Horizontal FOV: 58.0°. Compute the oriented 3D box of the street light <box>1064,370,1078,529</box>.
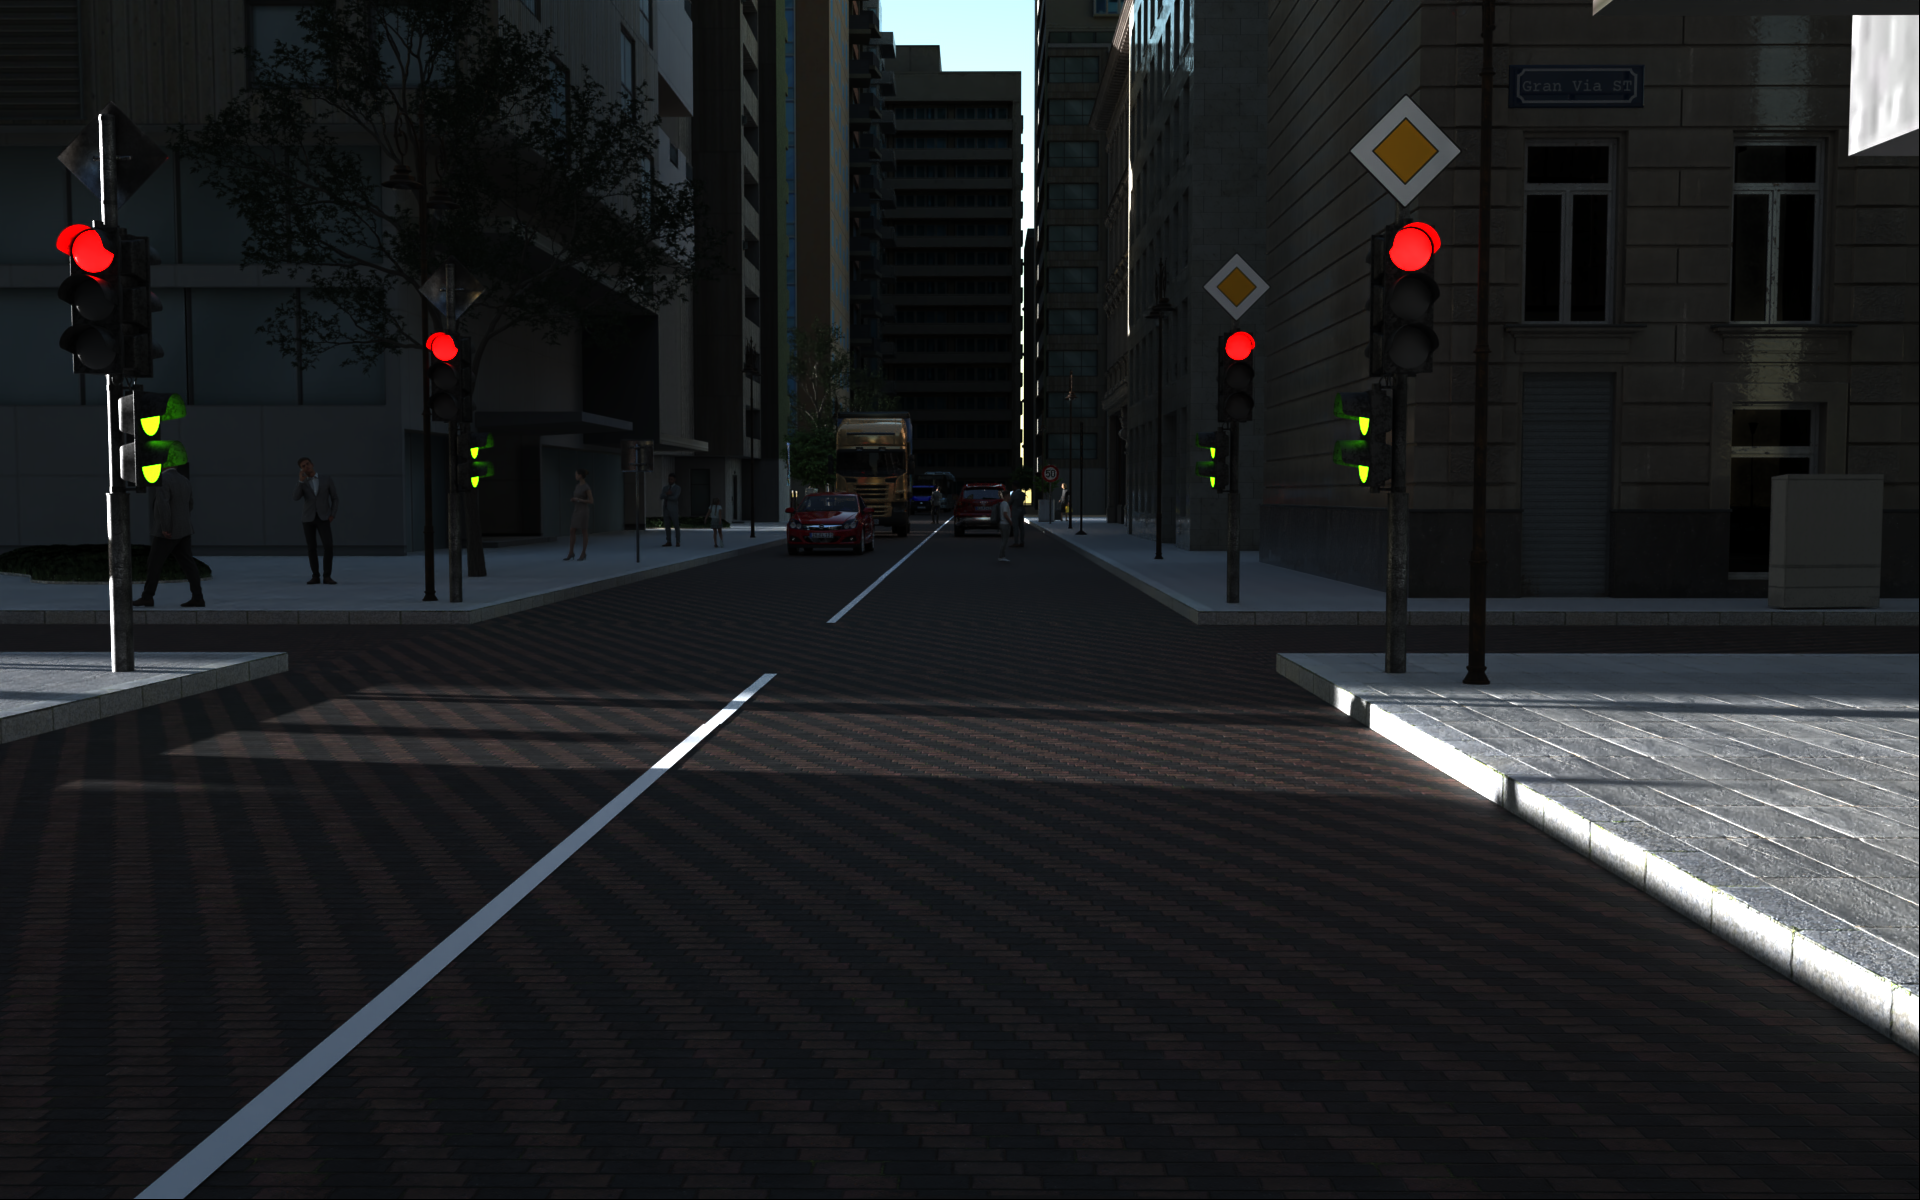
[{"bbox_3d":[4.108,-5.599,64.324,0.468,5.910,1.993,0,4,1],"label":"street light"}]

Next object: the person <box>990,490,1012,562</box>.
[{"bbox_3d":[0.936,-1.571,36.783,0.503,1.515,0.523,3,5,44],"label":"person"}]

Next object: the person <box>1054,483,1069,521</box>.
[{"bbox_3d":[4.894,-4.639,82.107,0.699,1.804,1.509,0,4,-6],"label":"person"}]

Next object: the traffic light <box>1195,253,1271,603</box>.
[{"bbox_3d":[3.203,-1.921,20.329,0.839,4.253,0.868,0,4,1],"label":"traffic light"}]

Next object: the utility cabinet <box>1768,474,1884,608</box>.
[{"bbox_3d":[9.680,-0.655,19.385,1.173,1.500,0.318,-1,4,-9],"label":"utility cabinet"}]

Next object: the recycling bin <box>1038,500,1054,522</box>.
[{"bbox_3d":[3.979,-4.126,80.011,0.722,1.027,0.722,0,4,1],"label":"recycling bin"}]

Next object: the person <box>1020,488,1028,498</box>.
[{"bbox_3d":[5.613,-9.395,159.644,1.348,1.826,0.705,1,4,12],"label":"person"}]

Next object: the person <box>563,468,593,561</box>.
[{"bbox_3d":[-7.362,-1.653,33.403,0.599,1.781,0.374,3,5,41],"label":"person"}]

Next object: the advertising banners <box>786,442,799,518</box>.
[{"bbox_3d":[-5.784,-3.887,59.734,0.090,3.025,2.074,0,4,5],"label":"advertising banners"}]

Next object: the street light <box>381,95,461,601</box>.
[{"bbox_3d":[-6.375,-2.928,20.663,0.468,5.910,1.993,0,4,1],"label":"street light"}]

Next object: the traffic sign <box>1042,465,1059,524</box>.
[{"bbox_3d":[3.923,-4.587,75.103,0.768,2.556,0.104,0,4,5],"label":"traffic sign"}]

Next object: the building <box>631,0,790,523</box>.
[{"bbox_3d":[-15.274,-18.605,75.888,14.160,30.474,14.107,0,4,1],"label":"building"}]

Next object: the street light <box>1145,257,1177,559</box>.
[{"bbox_3d":[3.925,-3.745,34.016,0.468,5.910,1.993,0,4,1],"label":"street light"}]

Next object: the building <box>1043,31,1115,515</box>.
[{"bbox_3d":[12.395,-20.823,112.156,14.160,30.474,14.107,0,4,1],"label":"building"}]

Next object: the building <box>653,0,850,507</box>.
[{"bbox_3d":[-14.012,-27.676,102.607,14.600,45.320,14.200,0,4,1],"label":"building"}]

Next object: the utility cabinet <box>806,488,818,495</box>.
[{"bbox_3d":[-5.411,-3.347,63.406,0.318,1.500,1.173,0,4,2],"label":"utility cabinet"}]

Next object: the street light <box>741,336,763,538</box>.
[{"bbox_3d":[-6.121,-4.782,50.971,0.468,5.910,1.993,0,4,1],"label":"street light"}]

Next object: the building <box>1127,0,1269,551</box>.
[{"bbox_3d":[10.469,-11.745,46.779,10.420,20.320,16.860,0,4,1],"label":"building"}]

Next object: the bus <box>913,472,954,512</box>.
[{"bbox_3d":[-2.053,-8.814,138.968,2.948,3.499,13.247,0,4,2],"label":"bus"}]

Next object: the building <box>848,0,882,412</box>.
[{"bbox_3d":[-17.099,-28.753,124.728,22.147,44.769,28.867,0,4,1],"label":"building"}]

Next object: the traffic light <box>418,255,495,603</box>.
[{"bbox_3d":[-5.957,-1.926,20.415,0.839,4.253,0.868,0,4,1],"label":"traffic light"}]

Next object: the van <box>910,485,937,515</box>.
[{"bbox_3d":[-2.557,-7.075,120.057,2.240,2.365,5.245,0,4,1],"label":"van"}]

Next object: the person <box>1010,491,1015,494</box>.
[{"bbox_3d":[2.688,-4.815,87.484,0.793,1.790,0.793,-1,4,-10],"label":"person"}]

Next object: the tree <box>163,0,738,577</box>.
[{"bbox_3d":[-7.653,-5.661,26.965,8.767,10.594,7.601,-2,4,-27],"label":"tree"}]

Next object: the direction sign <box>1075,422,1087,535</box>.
[{"bbox_3d":[3.831,-3.830,54.620,0.379,3.537,0.876,0,4,8],"label":"direction sign"}]

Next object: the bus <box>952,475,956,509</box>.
[{"bbox_3d":[-1.932,-10.089,159.819,2.948,3.499,13.247,0,4,3],"label":"bus"}]

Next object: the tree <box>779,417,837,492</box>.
[{"bbox_3d":[-6.088,-5.536,74.235,4.285,4.588,4.351,0,3,0],"label":"tree"}]

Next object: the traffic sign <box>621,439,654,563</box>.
[{"bbox_3d":[-6.026,-1.849,32.360,0.606,2.300,0.079,0,4,1],"label":"traffic sign"}]

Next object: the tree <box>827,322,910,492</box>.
[{"bbox_3d":[-6.728,-9.476,89.347,8.767,10.594,7.601,-1,4,-19],"label":"tree"}]

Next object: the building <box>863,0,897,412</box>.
[{"bbox_3d":[-21.260,-32.925,157.939,30.456,49.044,23.786,0,4,1],"label":"building"}]

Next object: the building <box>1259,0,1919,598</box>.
[{"bbox_3d":[17.711,-13.991,26.022,25.104,27.353,12.463,0,4,1],"label":"building"}]

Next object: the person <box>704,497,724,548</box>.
[{"bbox_3d":[-5.893,-1.862,41.501,0.505,1.210,0.382,0,4,7],"label":"person"}]

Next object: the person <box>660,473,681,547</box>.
[{"bbox_3d":[-7.079,-2.206,42.297,0.511,1.800,0.466,0,4,8],"label":"person"}]

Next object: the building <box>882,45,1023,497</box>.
[{"bbox_3d":[-4.026,-34.719,191.362,21.600,48.544,21.300,0,4,1],"label":"building"}]

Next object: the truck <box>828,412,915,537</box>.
[{"bbox_3d":[-2.973,-4.427,61.300,2.839,4.237,11.283,0,4,-1],"label":"truck"}]

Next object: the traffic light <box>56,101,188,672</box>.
[{"bbox_3d":[-6.046,-1.438,12.430,0.839,4.253,0.868,0,4,1],"label":"traffic light"}]

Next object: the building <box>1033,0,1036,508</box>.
[{"bbox_3d":[17.125,-37.474,154.692,21.231,58.520,28.212,0,4,1],"label":"building"}]

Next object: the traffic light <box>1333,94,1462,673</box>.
[{"bbox_3d":[3.115,-1.433,12.345,0.839,4.253,0.868,0,4,1],"label":"traffic light"}]

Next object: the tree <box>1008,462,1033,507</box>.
[{"bbox_3d":[6.557,-11.573,172.932,4.285,4.588,4.351,0,3,0],"label":"tree"}]

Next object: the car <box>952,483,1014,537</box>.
[{"bbox_3d":[0.840,-3.132,59.881,2.281,1.827,5.304,0,4,1],"label":"car"}]

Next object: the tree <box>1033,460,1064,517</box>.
[{"bbox_3d":[4.866,-6.345,98.335,1.663,3.219,1.824,0,3,0],"label":"tree"}]

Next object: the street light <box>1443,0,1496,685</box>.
[{"bbox_3d":[3.499,-2.371,11.558,0.468,5.910,1.993,0,4,1],"label":"street light"}]

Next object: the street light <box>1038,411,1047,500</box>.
[{"bbox_3d":[4.517,-7.452,94.629,0.468,5.910,1.993,0,4,1],"label":"street light"}]

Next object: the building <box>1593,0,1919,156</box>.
[{"bbox_3d":[8.291,-19.365,0.220,14.154,41.232,14.086,0,4,1],"label":"building"}]

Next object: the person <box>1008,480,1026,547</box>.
[{"bbox_3d":[1.511,-2.338,46.901,0.466,1.800,0.511,2,4,33],"label":"person"}]

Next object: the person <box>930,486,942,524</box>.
[{"bbox_3d":[-1.160,-4.604,83.963,0.592,1.802,0.473,0,4,1],"label":"person"}]

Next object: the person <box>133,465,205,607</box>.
[{"bbox_3d":[-9.003,-0.806,19.611,0.834,1.777,0.661,0,4,-3],"label":"person"}]

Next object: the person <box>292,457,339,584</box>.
[{"bbox_3d":[-9.159,-1.128,24.664,0.592,1.802,0.473,0,4,1],"label":"person"}]

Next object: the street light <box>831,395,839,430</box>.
[{"bbox_3d":[-5.779,-6.637,81.297,0.468,5.910,1.993,0,4,1],"label":"street light"}]

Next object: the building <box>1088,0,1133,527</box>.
[{"bbox_3d":[10.931,-13.729,75.379,10.553,20.767,40.483,0,4,1],"label":"building"}]

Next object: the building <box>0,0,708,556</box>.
[{"bbox_3d":[-22.426,-27.969,46.538,28.713,52.752,27.495,0,4,1],"label":"building"}]

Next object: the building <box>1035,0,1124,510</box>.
[{"bbox_3d":[16.641,-30.928,129.379,21.300,48.544,21.600,0,4,1],"label":"building"}]

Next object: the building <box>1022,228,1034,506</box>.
[{"bbox_3d":[13.907,-25.402,187.032,14.107,30.474,14.160,0,4,1],"label":"building"}]

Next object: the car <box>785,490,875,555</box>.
[{"bbox_3d":[-3.111,-2.024,42.125,2.155,1.783,4.494,0,4,2],"label":"car"}]
